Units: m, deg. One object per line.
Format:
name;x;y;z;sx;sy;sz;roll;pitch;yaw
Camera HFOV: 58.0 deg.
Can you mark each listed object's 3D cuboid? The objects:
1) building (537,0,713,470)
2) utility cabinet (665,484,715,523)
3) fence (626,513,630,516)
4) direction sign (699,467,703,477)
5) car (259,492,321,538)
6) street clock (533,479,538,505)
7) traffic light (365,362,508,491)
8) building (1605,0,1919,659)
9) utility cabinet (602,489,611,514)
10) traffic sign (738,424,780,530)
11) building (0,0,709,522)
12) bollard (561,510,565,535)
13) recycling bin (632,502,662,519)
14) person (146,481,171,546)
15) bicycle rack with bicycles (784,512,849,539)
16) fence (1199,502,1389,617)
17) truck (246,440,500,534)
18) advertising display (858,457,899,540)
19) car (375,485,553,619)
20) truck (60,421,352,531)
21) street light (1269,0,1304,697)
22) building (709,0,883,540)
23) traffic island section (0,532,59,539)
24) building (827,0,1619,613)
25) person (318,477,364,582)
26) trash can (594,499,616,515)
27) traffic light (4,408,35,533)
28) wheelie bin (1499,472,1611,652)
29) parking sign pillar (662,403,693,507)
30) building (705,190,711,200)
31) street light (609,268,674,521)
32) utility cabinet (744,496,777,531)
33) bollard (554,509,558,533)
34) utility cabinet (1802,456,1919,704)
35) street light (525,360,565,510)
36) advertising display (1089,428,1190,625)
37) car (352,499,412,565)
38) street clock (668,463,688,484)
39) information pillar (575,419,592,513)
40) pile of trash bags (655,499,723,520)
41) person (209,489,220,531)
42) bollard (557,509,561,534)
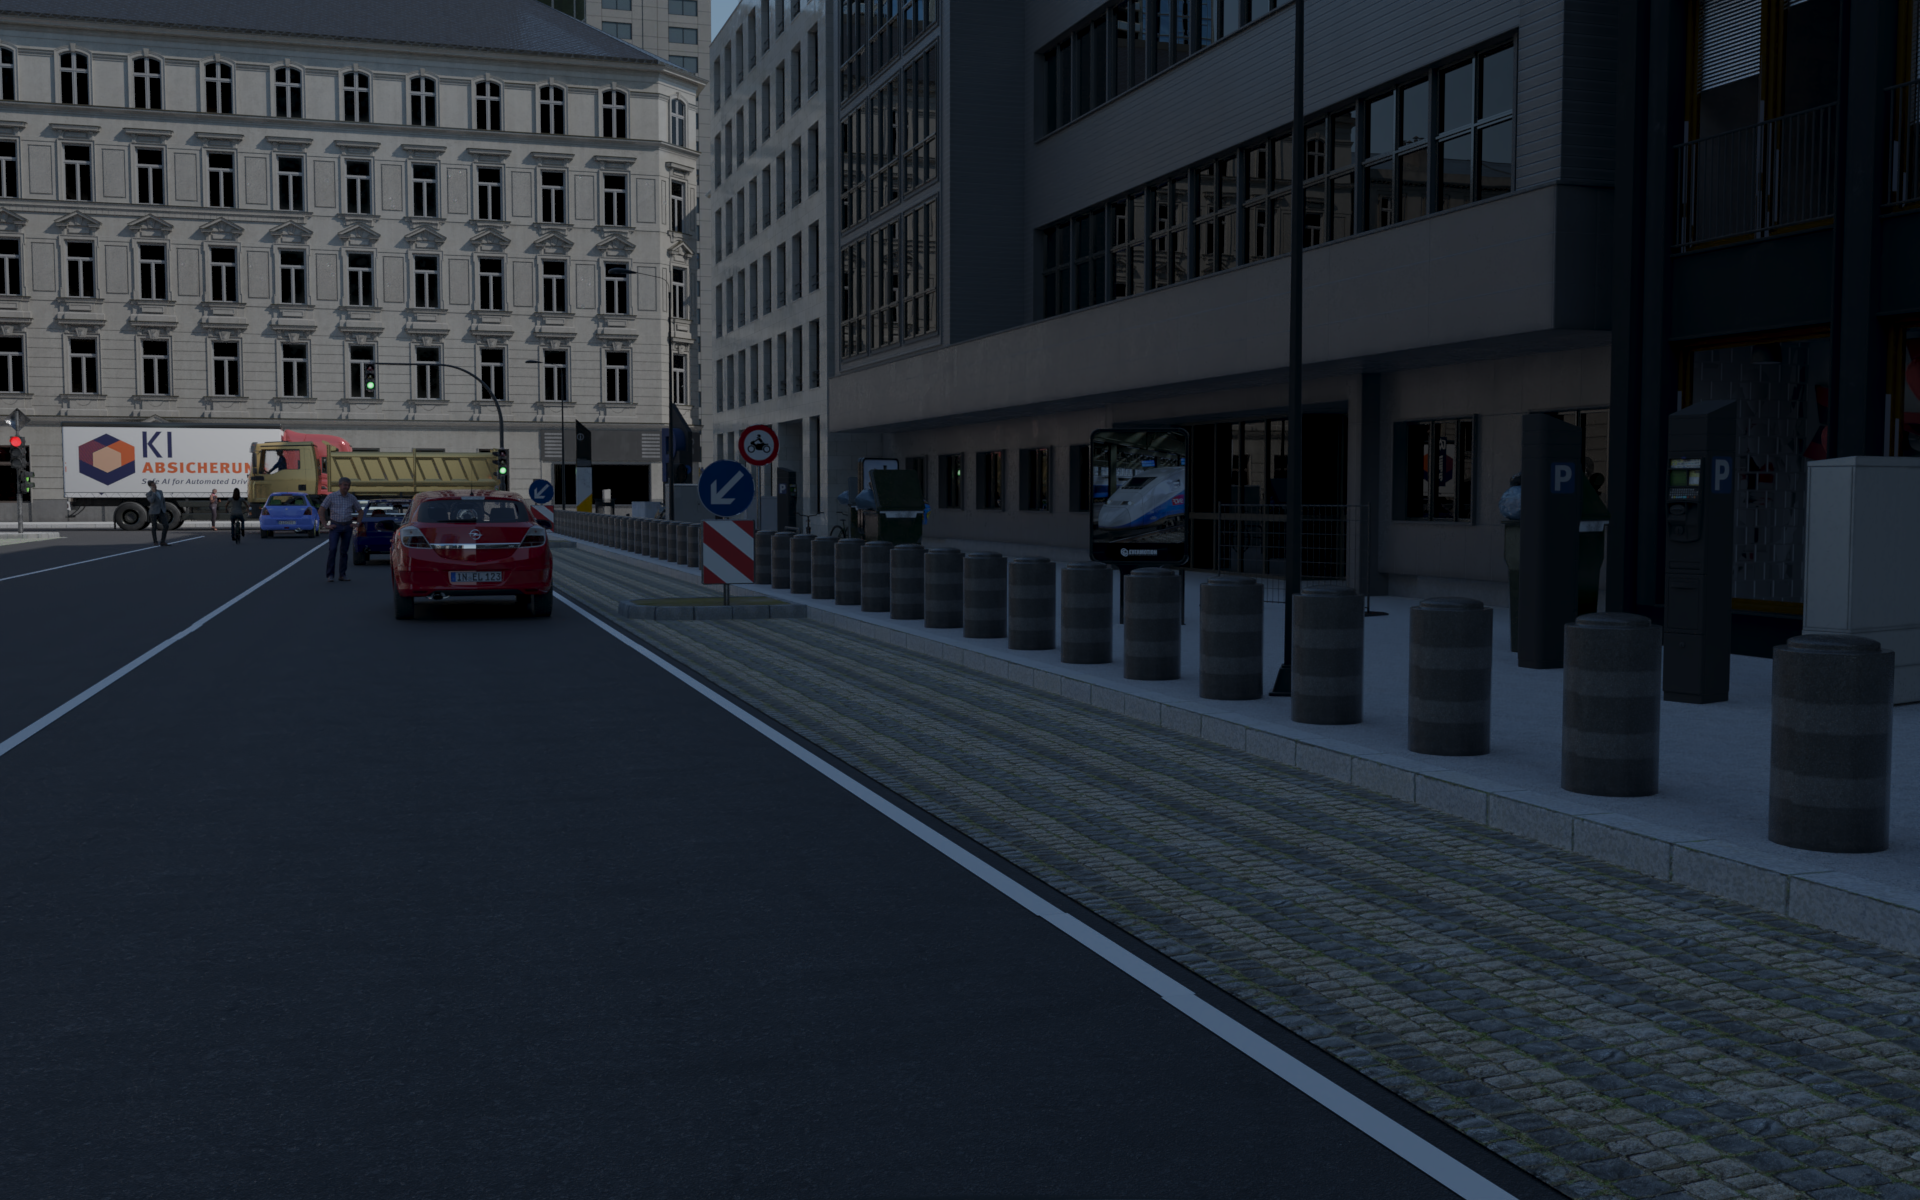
building;-37.161;-45.152;176.483;20.563;71.187;20.611;-1;4;-18
utility cabinet;-5.834;-1.767;37.566;0.318;1.500;1.173;3;5;39
fence;-10.192;-2.311;53.166;0.278;0.683;2.069;0;4;-8
direction sign;-21.841;-9.417;145.960;0.379;3.537;0.876;-3;4;-39
car;-22.204;-2.926;57.437;1.945;1.707;3.694;-1;4;-17
street clock;-19.933;-4.702;81.443;0.358;2.002;0.471;0;4;-6
traffic light;-18.139;-5.239;60.326;4.771;5.953;1.251;-1;4;-18
building;13.911;-10.955;8.792;12.332;23.373;15.834;-1;4;-18
utility cabinet;-16.932;-4.541;82.922;0.318;1.500;1.173;-1;4;-15
traffic sign;-3.668;-1.926;31.590;0.768;2.556;0.104;-1;4;-15
building;-35.700;-19.070;88.207;44.131;29.872;17.030;-1;4;-18
bollard;-11.995;-2.364;53.362;0.404;0.777;0.398;0;3;0
recycling bin;-10.324;-2.725;57.113;0.722;1.027;0.722;3;5;40
person;-22.071;-2.385;47.674;0.592;1.802;0.473;-3;5;-44
bicycle rack with bicycles;-2.446;-1.343;35.333;2.852;0.926;2.925;-1;4;-14
fence;3.634;-0.478;19.013;0.480;1.192;2.264;-3;5;-39
truck;-22.112;-4.185;64.349;9.791;3.379;3.469;-1;4;-18
advertising display;-1.446;-1.568;30.857;0.123;1.923;0.974;3;5;40
car;-6.104;-0.759;21.449;2.155;1.783;4.494;-1;4;-18
truck;-29.512;-4.921;69.378;11.283;4.237;2.839;-1;4;-19
street light;1.606;-2.337;10.745;1.470;5.913;1.316;-1;4;-18
building;-0.982;-12.111;52.764;10.420;20.320;16.860;-1;4;-18
traffic island section;-30.689;-2.096;56.551;2.009;0.180;2.903;-1;4;-18
building;7.834;-12.954;30.866;14.314;24.678;30.058;-1;4;-18
person;-10.153;-1.166;28.496;0.756;1.711;0.436;-2;4;-32
trash can;-11.309;-2.662;55.175;0.748;1.137;0.748;0;3;0
traffic light;-30.648;-4.129;56.429;0.839;4.253;0.868;-1;4;-18
wheelie bin;4.783;-0.374;14.027;0.980;1.594;0.693;-3;5;-42
parking sign pillar;-8.285;-3.810;50.770;1.447;3.967;1.447;-2;4;-32
building;-2.531;-15.878;95.759;21.152;22.565;11.583;-1;4;-18
street light;-6.544;-3.877;35.927;1.470;5.913;1.316;-1;4;-18
utility cabinet;-5.556;-2.300;48.765;1.020;1.237;0.306;-2;4;-24
bollard;-12.740;-2.505;55.665;0.404;0.777;0.398;0;3;0
utility cabinet;5.585;-0.113;10.530;1.173;1.500;0.318;-2;4;-34
street light;-14.375;-5.367;60.294;1.470;5.913;1.316;-1;4;-18
advertising display;1.763;-0.723;17.031;0.974;1.923;0.123;1;4;13
car;-11.813;-1.456;36.394;1.945;1.354;3.894;-1;4;-17
street clock;-6.663;-2.227;40.982;0.358;2.002;0.471;2;4;26
information pillar;-11.734;-3.830;53.968;0.504;3.616;0.183;-1;4;-22
pile of trash bags;-7.290;-2.259;46.693;1.912;1.369;3.447;-1;4;-15
person;-29.046;-3.522;67.555;0.593;1.643;0.415;3;4;37
bollard;-12.367;-2.434;54.505;0.404;0.777;0.398;0;3;0
